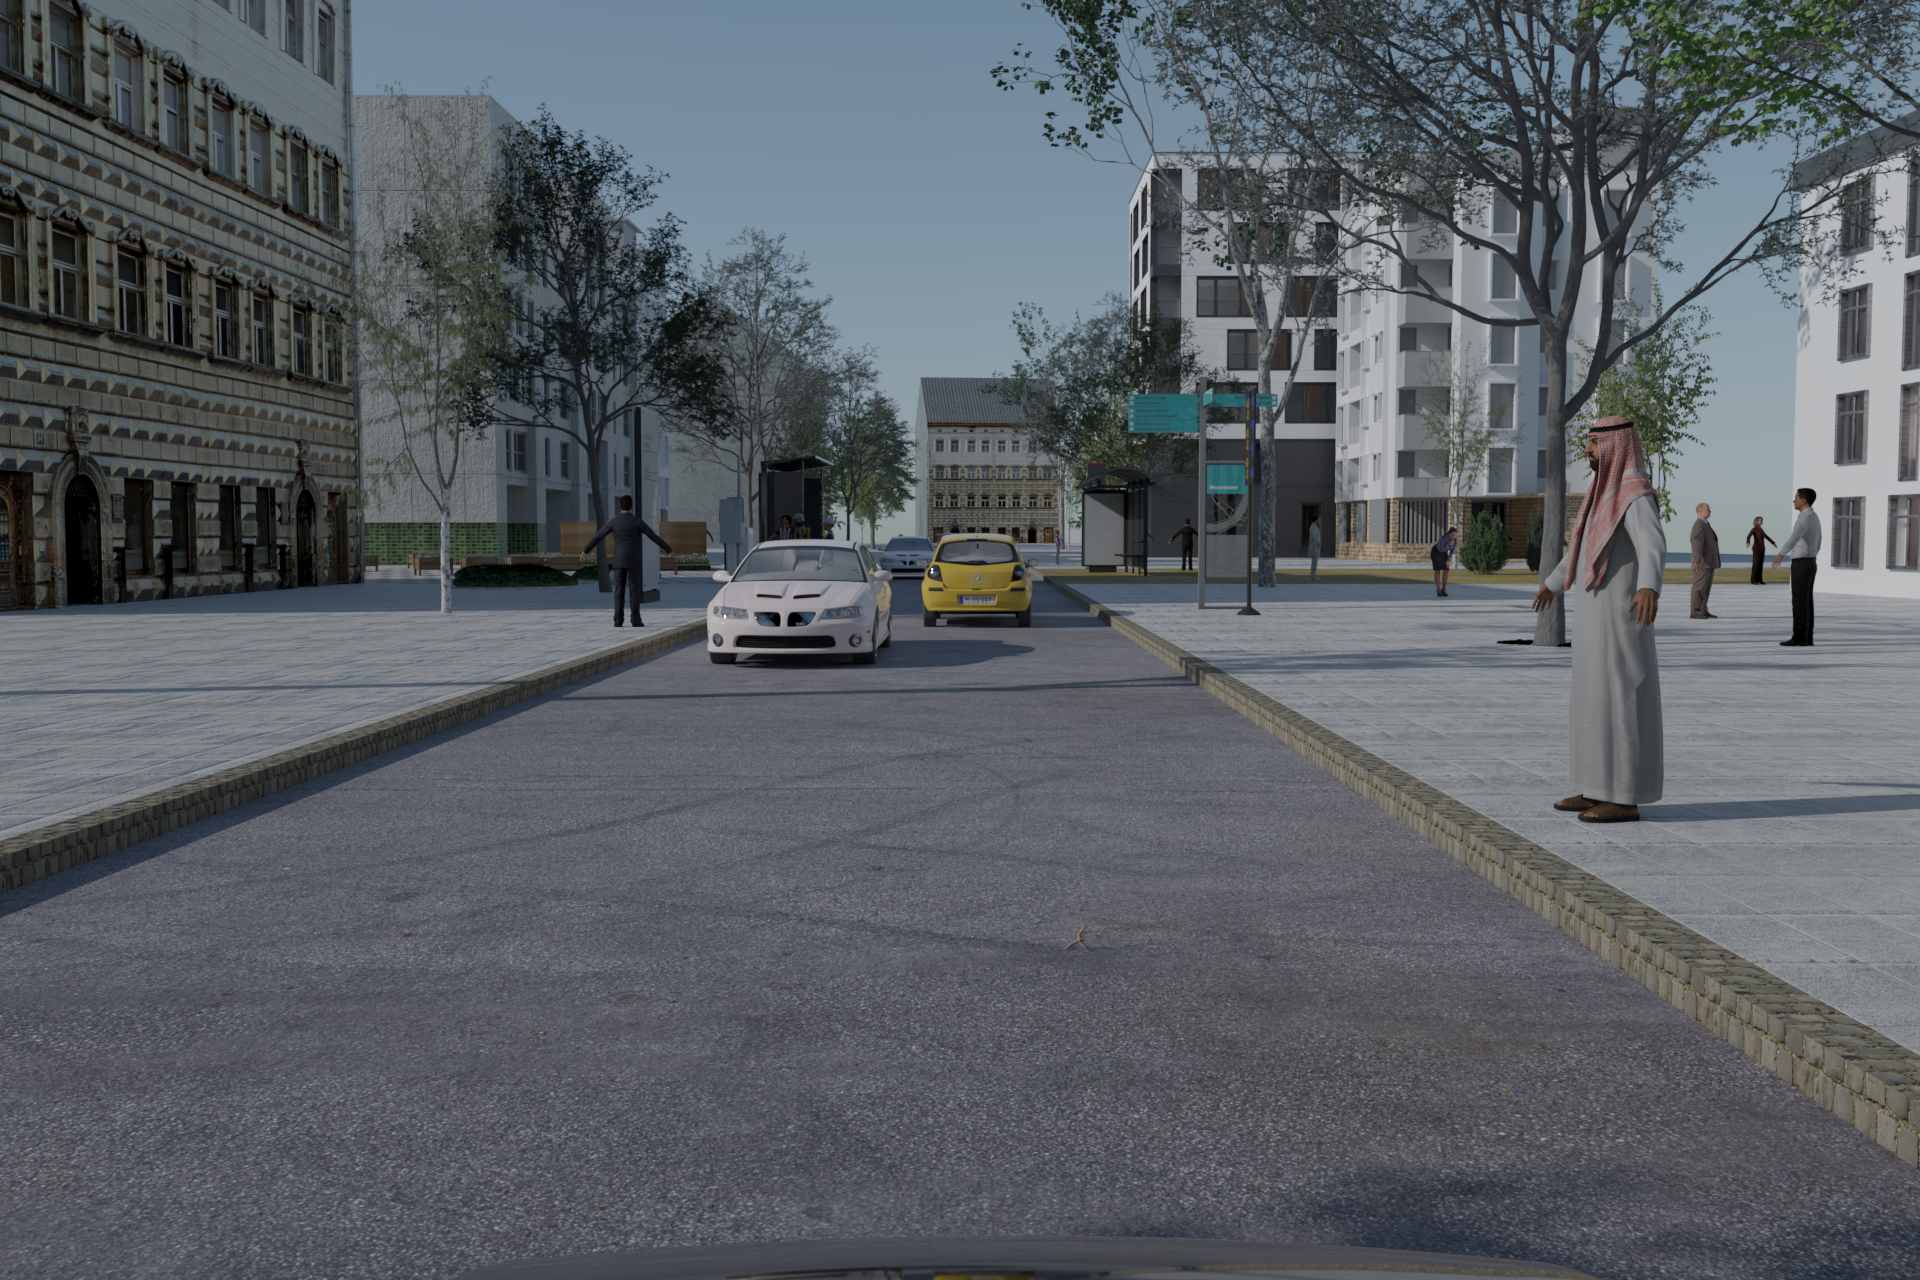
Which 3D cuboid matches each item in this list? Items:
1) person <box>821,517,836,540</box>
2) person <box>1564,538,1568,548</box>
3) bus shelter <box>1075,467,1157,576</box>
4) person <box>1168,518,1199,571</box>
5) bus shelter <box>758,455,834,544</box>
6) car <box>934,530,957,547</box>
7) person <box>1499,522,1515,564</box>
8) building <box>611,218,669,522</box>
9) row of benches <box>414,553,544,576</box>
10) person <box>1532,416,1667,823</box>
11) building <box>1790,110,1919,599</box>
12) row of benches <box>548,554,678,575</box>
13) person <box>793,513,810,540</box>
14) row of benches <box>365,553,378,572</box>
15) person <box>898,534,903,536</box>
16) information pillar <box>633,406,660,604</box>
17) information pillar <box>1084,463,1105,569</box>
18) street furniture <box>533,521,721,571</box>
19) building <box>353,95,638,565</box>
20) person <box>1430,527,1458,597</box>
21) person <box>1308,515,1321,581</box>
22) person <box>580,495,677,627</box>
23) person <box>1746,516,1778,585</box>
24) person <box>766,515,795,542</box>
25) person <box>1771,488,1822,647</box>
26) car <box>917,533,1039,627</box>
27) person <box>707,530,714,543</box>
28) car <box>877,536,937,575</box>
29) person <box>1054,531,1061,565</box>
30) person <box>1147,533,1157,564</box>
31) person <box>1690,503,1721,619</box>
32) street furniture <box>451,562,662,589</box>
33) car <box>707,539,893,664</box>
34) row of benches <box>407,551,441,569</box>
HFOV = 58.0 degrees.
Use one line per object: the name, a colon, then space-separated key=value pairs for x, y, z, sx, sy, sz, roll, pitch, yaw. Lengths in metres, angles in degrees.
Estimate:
person: x=-2.732 y=-1.587 z=34.862 sx=0.721 sy=1.772 sz=1.216 roll=0 pitch=4 yaw=-1
person: x=16.793 y=-2.591 z=48.503 sx=0.704 sy=1.812 sz=1.346 roll=2 pitch=4 yaw=29
bus shelter: x=4.880 y=-3.738 z=55.043 sx=2.014 sy=3.302 sz=5.546 roll=0 pitch=4 yaw=-1
person: x=7.969 y=-3.349 z=60.692 sx=1.347 sy=1.837 sz=0.705 roll=0 pitch=4 yaw=7
bus shelter: x=-5.128 y=-3.888 z=54.851 sx=1.731 sy=3.624 sz=6.357 roll=0 pitch=4 yaw=1
car: x=-0.581 y=-6.352 z=112.903 sx=2.155 sy=1.783 sz=4.494 roll=0 pitch=4 yaw=1
person: x=22.836 y=-4.100 z=73.219 sx=1.347 sy=1.806 sz=0.705 roll=-1 pitch=4 yaw=-21
building: x=-24.852 y=-15.203 z=104.988 sx=16.016 sy=20.090 sz=11.380 roll=0 pitch=3 yaw=0
row of benches: x=-15.042 y=-2.390 z=54.542 sx=4.104 sy=0.672 sz=1.422 roll=-2 pitch=4 yaw=-31
person: x=2.916 y=-0.103 z=7.834 sx=0.704 sy=1.811 sz=1.347 roll=0 pitch=4 yaw=0
building: x=23.345 y=-5.104 z=25.593 sx=9.099 sy=9.664 sz=28.070 roll=0 pitch=4 yaw=1
row of benches: x=-10.884 y=-2.352 z=53.916 sx=4.104 sy=0.672 sz=1.422 roll=-1 pitch=4 yaw=-12
person: x=-4.489 y=-2.592 z=48.148 sx=0.705 sy=1.858 sz=1.354 roll=-1 pitch=4 yaw=-14
row of benches: x=-21.906 y=-2.728 z=60.065 sx=4.104 sy=0.672 sz=1.422 roll=2 pitch=4 yaw=28
person: x=-2.233 y=-3.132 z=62.935 sx=0.599 sy=1.433 sz=0.991 roll=0 pitch=4 yaw=7
information pillar: x=-5.900 y=-2.526 z=32.618 sx=0.184 sy=3.620 sz=1.656 roll=0 pitch=4 yaw=1
information pillar: x=4.942 y=-4.520 z=63.280 sx=0.750 sy=3.857 sz=0.750 roll=0 pitch=4 yaw=-1
street furniture: x=-13.254 y=-3.389 z=62.267 sx=9.812 sy=1.723 sz=11.010 roll=-1 pitch=4 yaw=-13
building: x=-27.259 y=-13.420 z=85.869 sx=16.747 sy=18.905 sz=31.486 roll=0 pitch=3 yaw=0
person: x=9.918 y=-1.598 z=35.396 sx=0.421 sy=1.427 sz=0.697 roll=-1 pitch=4 yaw=-17
person: x=9.827 y=-2.546 z=47.814 sx=0.705 sy=1.806 sz=1.347 roll=1 pitch=4 yaw=11
person: x=-4.585 y=-1.091 z=23.887 sx=1.345 sy=1.823 sz=0.704 roll=0 pitch=4 yaw=0
person: x=20.170 y=-2.251 z=43.606 sx=1.215 sy=1.729 sz=0.721 roll=-2 pitch=4 yaw=-32
person: x=-5.033 y=-2.685 z=50.037 sx=1.345 sy=1.843 sz=0.704 roll=1 pitch=4 yaw=18
person: x=9.646 y=-0.839 z=19.872 sx=0.704 sy=1.810 sz=1.344 roll=3 pitch=5 yaw=42
car: x=0.287 y=-1.097 z=28.163 sx=2.015 sy=1.641 sz=3.980 roll=0 pitch=4 yaw=1
person: x=-11.173 y=-4.217 z=75.081 sx=1.348 sy=1.813 sz=0.705 roll=2 pitch=4 yaw=31
car: x=-1.622 y=-2.692 z=56.379 sx=2.083 sy=1.381 sz=4.827 roll=0 pitch=4 yaw=0
person: x=4.175 y=-3.884 z=72.773 sx=0.599 sy=1.433 sz=0.991 roll=0 pitch=4 yaw=7
person: x=7.782 y=-4.142 z=74.000 sx=1.348 sy=1.796 sz=0.705 roll=-2 pitch=4 yaw=-24
person: x=11.324 y=-1.204 z=26.282 sx=0.434 sy=1.755 sz=0.990 roll=3 pitch=5 yaw=40
street furniture: x=-10.649 y=-1.825 z=45.466 sx=5.734 sy=0.657 sz=10.072 roll=-1 pitch=4 yaw=-12
car: x=-1.814 y=-0.504 z=20.603 sx=2.083 sy=1.381 sz=4.827 roll=0 pitch=4 yaw=1
row of benches: x=-19.565 y=-2.947 z=63.651 sx=1.422 sy=0.672 sz=4.104 roll=-2 pitch=4 yaw=-29
